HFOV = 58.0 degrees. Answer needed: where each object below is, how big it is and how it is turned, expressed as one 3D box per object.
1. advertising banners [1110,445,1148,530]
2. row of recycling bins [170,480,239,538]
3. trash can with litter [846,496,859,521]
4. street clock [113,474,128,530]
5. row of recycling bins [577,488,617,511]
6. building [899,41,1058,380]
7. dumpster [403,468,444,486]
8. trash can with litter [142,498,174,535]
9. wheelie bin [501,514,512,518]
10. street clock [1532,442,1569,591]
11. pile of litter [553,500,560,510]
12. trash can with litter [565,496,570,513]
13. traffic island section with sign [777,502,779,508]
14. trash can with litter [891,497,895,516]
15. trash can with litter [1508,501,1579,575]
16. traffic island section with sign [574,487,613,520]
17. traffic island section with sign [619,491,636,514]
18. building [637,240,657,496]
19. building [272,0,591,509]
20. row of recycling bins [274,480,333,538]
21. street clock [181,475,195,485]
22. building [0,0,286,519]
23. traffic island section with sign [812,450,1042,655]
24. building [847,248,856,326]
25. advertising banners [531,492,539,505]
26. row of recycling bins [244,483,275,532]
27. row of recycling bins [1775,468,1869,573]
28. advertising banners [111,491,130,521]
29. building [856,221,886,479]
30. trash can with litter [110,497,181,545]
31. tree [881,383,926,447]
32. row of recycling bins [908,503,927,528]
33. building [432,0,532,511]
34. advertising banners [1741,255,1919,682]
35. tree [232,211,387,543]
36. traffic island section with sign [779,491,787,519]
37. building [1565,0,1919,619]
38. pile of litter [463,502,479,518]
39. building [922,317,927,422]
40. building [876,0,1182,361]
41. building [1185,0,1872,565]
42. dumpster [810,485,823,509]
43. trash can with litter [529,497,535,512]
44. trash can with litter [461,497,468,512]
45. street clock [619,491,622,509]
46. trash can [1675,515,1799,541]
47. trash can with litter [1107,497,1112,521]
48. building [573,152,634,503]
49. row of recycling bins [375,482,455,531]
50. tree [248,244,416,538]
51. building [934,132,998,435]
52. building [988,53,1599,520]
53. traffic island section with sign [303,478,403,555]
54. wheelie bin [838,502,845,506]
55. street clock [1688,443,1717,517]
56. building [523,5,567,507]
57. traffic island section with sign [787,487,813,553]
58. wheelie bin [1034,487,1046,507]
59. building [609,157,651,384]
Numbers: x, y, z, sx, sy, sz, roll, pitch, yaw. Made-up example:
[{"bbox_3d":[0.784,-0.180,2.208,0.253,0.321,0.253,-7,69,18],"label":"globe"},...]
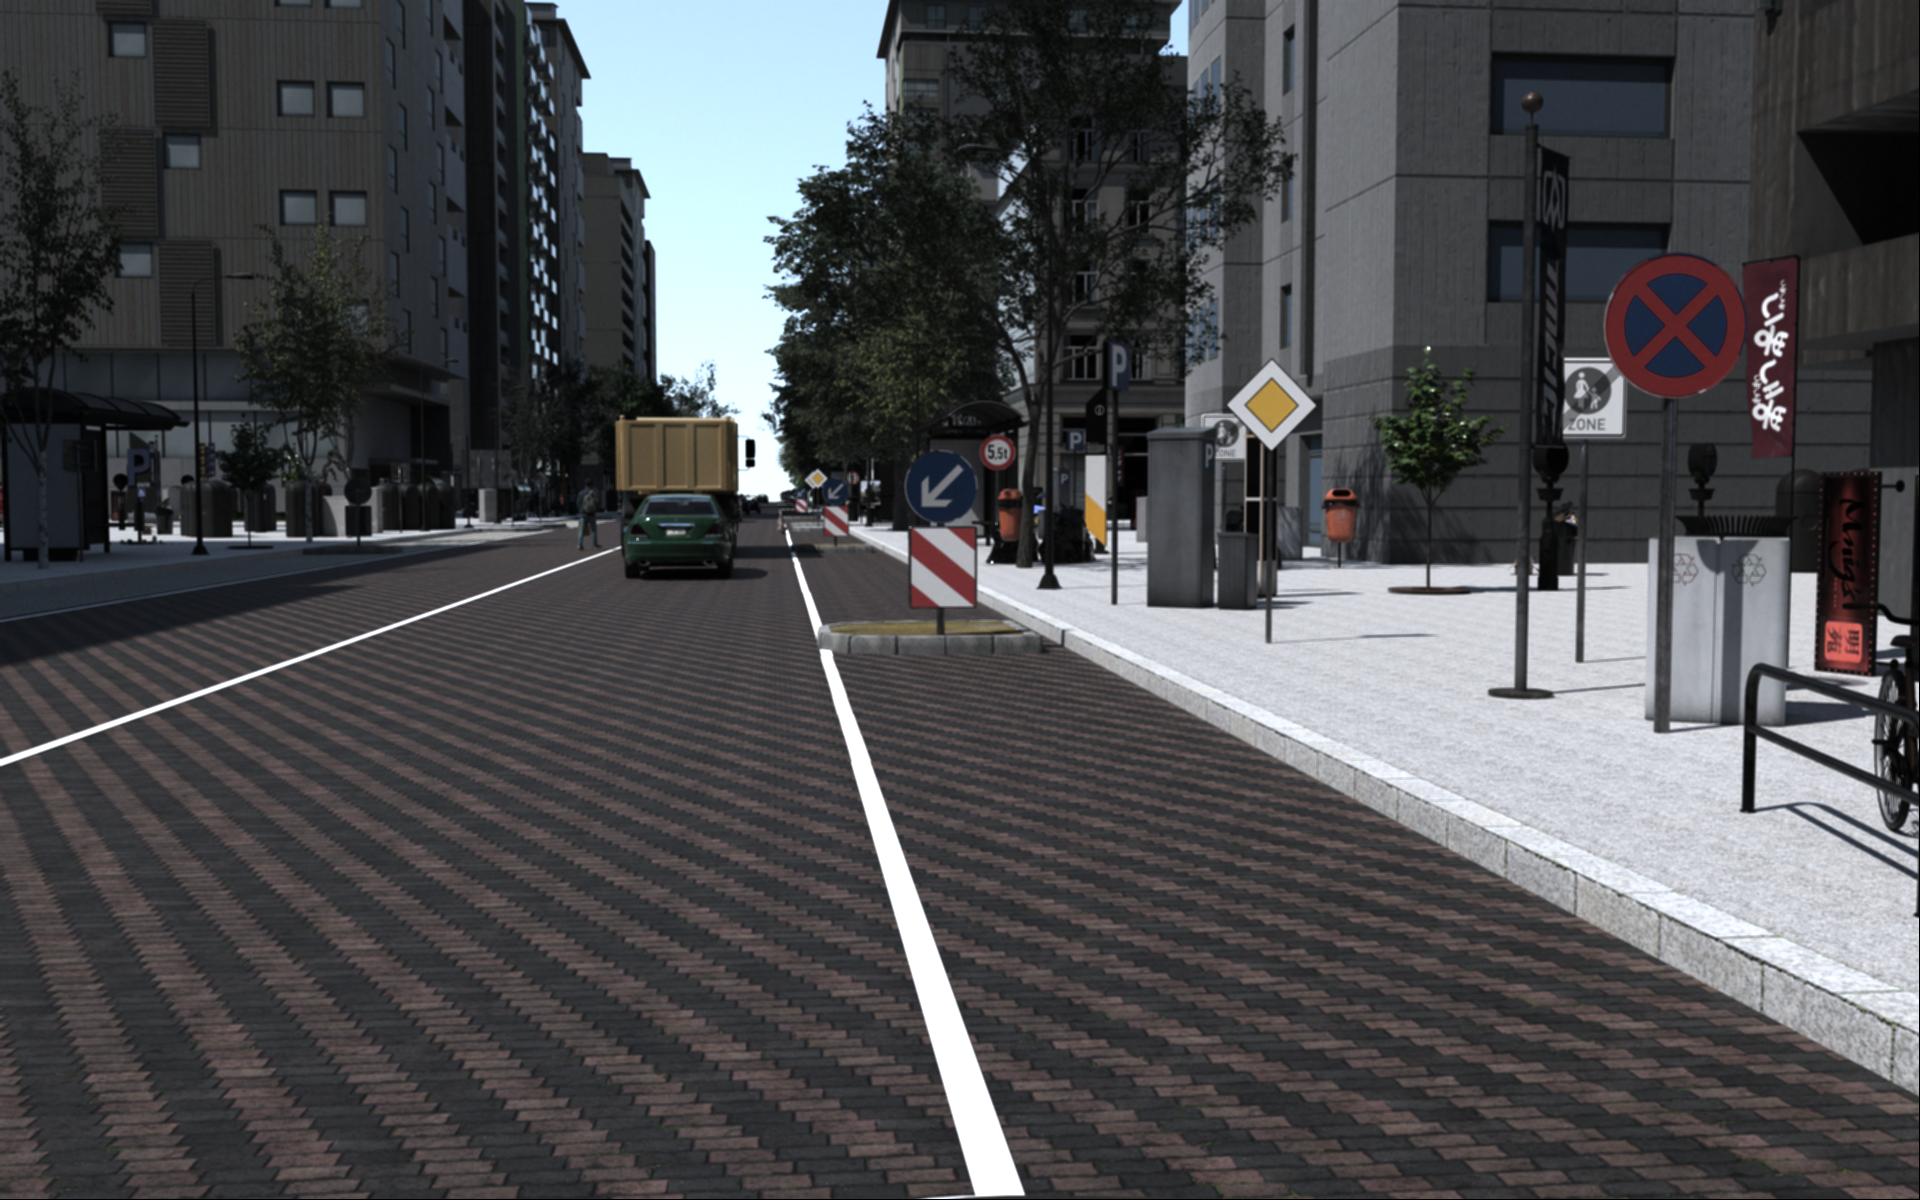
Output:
[{"bbox_3d":[6.354,-4.009,61.735,2.074,3.025,0.090,1,4,15],"label":"advertising banners"},{"bbox_3d":[-22.769,-2.755,52.163,1.069,1.692,3.534,-2,4,-35],"label":"row of recycling bins"},{"bbox_3d":[-5.040,-4.270,81.199,0.624,1.170,1.055,0,4,-3],"label":"trash can with litter"},{"bbox_3d":[-29.805,-3.484,61.542,0.471,2.002,0.358,-2,4,-33],"label":"street clock"},{"bbox_3d":[-27.097,-7.390,127.947,3.534,1.692,1.069,0,4,-5],"label":"row of recycling bins"},{"bbox_3d":[1.270,-29.193,160.899,14.154,41.232,14.086,0,4,-6],"label":"building"},{"bbox_3d":[-20.082,-3.813,64.842,1.502,2.255,1.985,0,4,-6],"label":"dumpster"},{"bbox_3d":[-25.365,-2.645,54.636,1.055,1.170,0.624,-1,4,-20],"label":"trash can with litter"},{"bbox_3d":[-24.689,-5.266,94.013,0.693,1.594,0.980,-1,4,-22],"label":"wheelie bin"},{"bbox_3d":[7.816,-1.125,22.966,0.471,2.002,0.358,-2,4,-33],"label":"street clock"},{"bbox_3d":[-32.227,-7.634,138.781,1.719,0.858,1.176,1,4,16],"label":"pile of litter"},{"bbox_3d":[-25.989,-6.432,116.547,0.624,1.170,1.055,3,4,36],"label":"trash can with litter"},{"bbox_3d":[-12.028,-7.135,125.289,1.989,1.847,2.006,0,4,-6],"label":"traffic island section with sign"},{"bbox_3d":[-2.460,-3.917,75.429,1.055,1.170,0.624,1,4,12],"label":"trash can with litter"},{"bbox_3d":[9.215,-0.976,27.349,1.055,1.170,0.624,1,4,20],"label":"trash can with litter"},{"bbox_3d":[-20.452,-5.387,96.709,1.989,1.847,2.006,0,4,-6],"label":"traffic island section with sign"},{"bbox_3d":[-23.378,-7.058,124.019,1.989,1.847,2.006,0,4,-6],"label":"traffic island section with sign"},{"bbox_3d":[-59.016,-39.405,294.382,14.600,45.320,14.200,0,4,-6],"label":"building"},{"bbox_3d":[-56.112,-36.786,190.682,28.713,52.752,27.495,0,4,-6],"label":"building"},{"bbox_3d":[-19.864,-2.794,52.798,1.069,1.692,3.534,-1,4,-10],"label":"row of recycling bins"},{"bbox_3d":[-29.181,-3.726,65.495,0.471,2.002,0.358,-1,4,-23],"label":"street clock"},{"bbox_3d":[-43.801,-31.130,98.215,28.713,52.752,27.495,0,4,-6],"label":"building"},{"bbox_3d":[-0.352,-0.476,16.410,1.989,1.847,2.006,0,4,-6],"label":"traffic island section with sign"},{"bbox_3d":[-7.903,-41.352,295.709,23.786,49.044,30.456,0,4,-6],"label":"building"},{"bbox_3d":[-31.513,-7.887,125.135,2.074,3.025,0.090,-1,4,-11],"label":"advertising banners"},{"bbox_3d":[-24.479,-3.272,60.607,1.069,1.692,3.534,-1,4,-20],"label":"row of recycling bins"},{"bbox_3d":[15.014,-1.265,27.798,3.534,1.692,1.069,2,4,30],"label":"row of recycling bins"},{"bbox_3d":[-40.438,-5.303,82.889,0.090,3.025,2.074,1,4,16],"label":"advertising banners"},{"bbox_3d":[-8.465,-35.139,258.120,14.154,41.232,14.086,0,4,-6],"label":"building"},{"bbox_3d":[-21.033,-2.052,44.602,1.678,1.210,2.233,-2,4,-27],"label":"trash can with litter"},{"bbox_3d":[-3.300,-9.582,107.028,4.360,8.622,3.978,0,3,0],"label":"tree"},{"bbox_3d":[-0.809,-2.546,48.741,1.069,1.692,3.534,1,4,10],"label":"row of recycling bins"},{"bbox_3d":[-41.020,-27.419,131.895,14.154,41.232,14.086,0,4,-6],"label":"building"},{"bbox_3d":[6.327,-0.982,12.251,0.090,3.025,2.074,-1,4,-23],"label":"advertising banners"},{"bbox_3d":[-17.195,-5.822,45.546,4.737,8.622,4.395,0,3,0],"label":"tree"},{"bbox_3d":[-9.157,-5.496,98.486,1.989,1.847,2.006,0,4,-6],"label":"traffic island section with sign"},{"bbox_3d":[15.270,-14.894,15.225,14.160,30.474,14.107,0,4,-6],"label":"building"},{"bbox_3d":[-25.756,-4.785,92.200,1.176,0.858,1.719,3,5,41],"label":"pile of litter"},{"bbox_3d":[2.072,-16.971,142.107,10.561,19.102,19.286,0,4,-6],"label":"building"},{"bbox_3d":[6.410,-36.252,181.966,28.713,52.752,27.495,0,4,-6],"label":"building"},{"bbox_3d":[16.763,-30.749,44.753,21.231,58.520,28.212,0,4,-6],"label":"building"},{"bbox_3d":[-12.151,-8.957,148.932,1.502,2.255,1.985,0,4,-6],"label":"dumpster"},{"bbox_3d":[-30.381,-6.868,123.681,1.055,1.170,0.624,-2,4,-23],"label":"trash can with litter"},{"bbox_3d":[-35.095,-6.831,123.079,1.055,1.170,0.624,2,4,34],"label":"trash can with litter"},{"bbox_3d":[-28.756,-8.709,146.962,0.471,2.002,0.358,-1,4,-12],"label":"street clock"},{"bbox_3d":[5.105,0.014,11.431,0.748,1.137,0.748,0,3,0],"label":"trash can"},{"bbox_3d":[7.140,-4.418,83.626,0.624,1.170,1.055,-2,4,-34],"label":"trash can with litter"},{"bbox_3d":[-58.315,-38.182,247.984,21.300,48.544,21.600,0,4,-6],"label":"building"},{"bbox_3d":[-19.476,-3.360,62.050,1.069,1.692,3.534,2,4,28],"label":"row of recycling bins"},{"bbox_3d":[-18.024,-6.103,50.145,4.360,8.622,3.978,0,3,0],"label":"tree"},{"bbox_3d":[5.492,-20.385,120.682,14.401,28.519,23.554,0,4,-6],"label":"building"},{"bbox_3d":[17.026,-15.895,93.161,30.059,22.955,16.112,0,4,-6],"label":"building"},{"bbox_3d":[-14.549,-2.021,41.679,1.989,1.847,2.006,0,4,-6],"label":"traffic island section with sign"},{"bbox_3d":[-6.419,-5.320,94.896,0.693,1.594,0.980,0,4,-3],"label":"wheelie bin"},{"bbox_3d":[10.527,-1.225,24.604,0.358,2.002,0.471,3,5,45],"label":"street clock"},{"bbox_3d":[-50.078,-33.162,161.803,23.786,49.044,30.456,0,4,-6],"label":"building"},{"bbox_3d":[-3.231,-2.115,43.211,1.989,1.847,2.006,0,4,-6],"label":"traffic island section with sign"},{"bbox_3d":[3.404,-4.252,77.435,0.980,1.594,0.693,0,4,5],"label":"wheelie bin"},{"bbox_3d":[-63.774,-41.803,272.720,28.713,52.752,27.495,0,4,-6],"label":"building"}]
